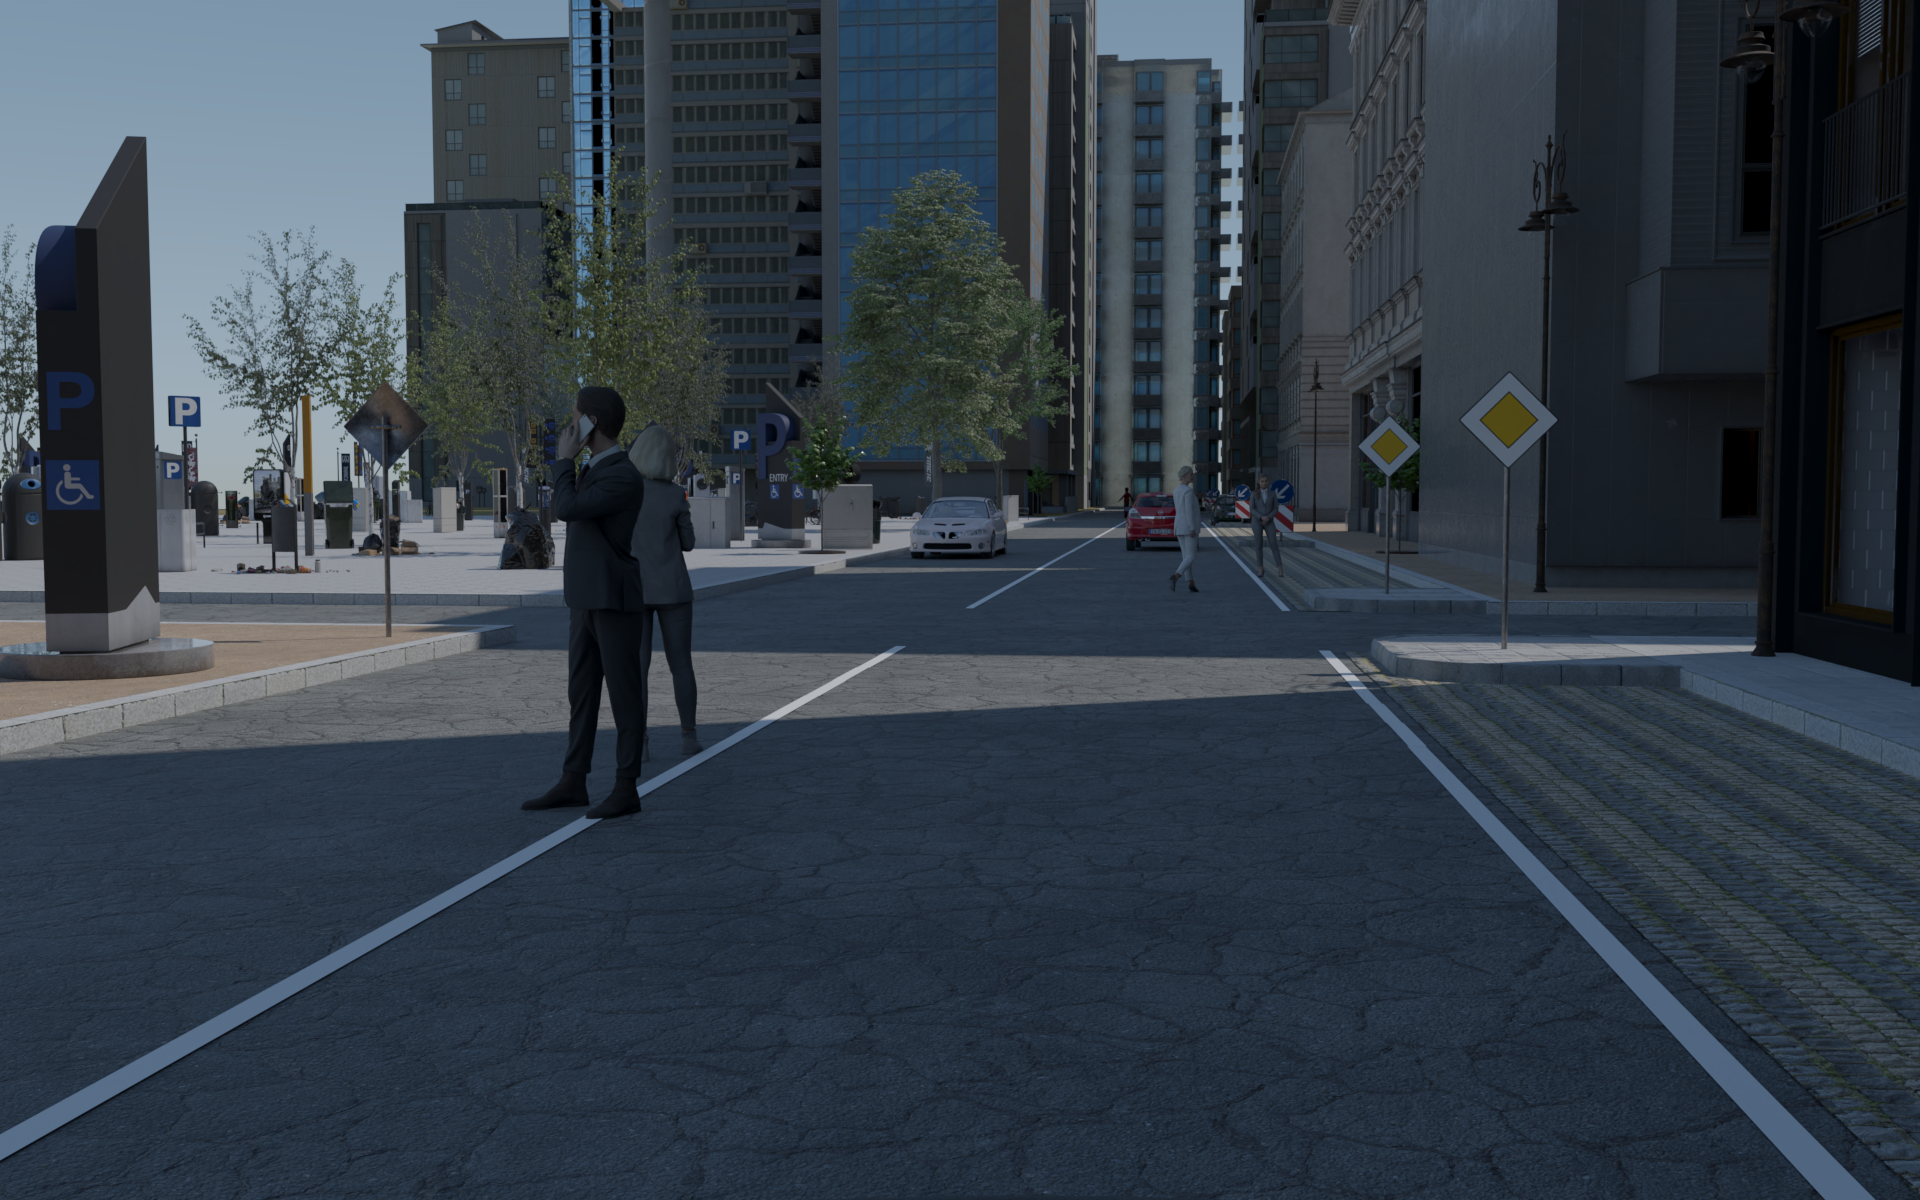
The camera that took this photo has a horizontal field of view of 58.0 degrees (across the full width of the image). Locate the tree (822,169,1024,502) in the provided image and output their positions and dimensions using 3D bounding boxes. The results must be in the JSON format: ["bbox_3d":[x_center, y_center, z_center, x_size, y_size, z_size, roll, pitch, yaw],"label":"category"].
[{"bbox_3d":[-1.178,-8.753,61.246,7.486,12.596,7.792,0,3,0],"label":"tree"}]

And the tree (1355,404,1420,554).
[{"bbox_3d":[9.527,-2.626,37.542,1.663,3.219,1.824,0,3,0],"label":"tree"}]

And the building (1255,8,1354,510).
[{"bbox_3d":[25.354,-20.486,106.651,14.160,30.474,14.107,0,4,7],"label":"building"}]

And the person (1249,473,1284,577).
[{"bbox_3d":[5.271,-1.284,29.771,0.520,1.790,0.573,-1,4,-12],"label":"person"}]

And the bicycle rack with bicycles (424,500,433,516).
[{"bbox_3d":[-30.536,-5.226,98.819,2.852,0.926,2.925,-1,4,-17],"label":"bicycle rack with bicycles"}]

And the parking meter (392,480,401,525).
[{"bbox_3d":[-23.255,-4.020,71.434,0.255,1.863,0.399,0,4,-2],"label":"parking meter"}]

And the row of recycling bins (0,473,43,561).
[{"bbox_3d":[-17.819,-1.638,33.899,1.069,1.692,3.534,3,5,45],"label":"row of recycling bins"}]

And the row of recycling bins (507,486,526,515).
[{"bbox_3d":[-22.505,-4.877,86.859,1.069,1.692,3.534,-2,4,-23],"label":"row of recycling bins"}]

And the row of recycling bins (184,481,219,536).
[{"bbox_3d":[-24.593,-2.817,53.179,3.534,1.692,1.069,0,4,-5],"label":"row of recycling bins"}]

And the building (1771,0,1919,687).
[{"bbox_3d":[11.740,-10.718,4.916,12.332,23.373,15.834,0,4,7],"label":"building"}]

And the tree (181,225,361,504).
[{"bbox_3d":[-18.354,-5.902,46.862,4.360,8.622,3.978,0,3,0],"label":"tree"}]

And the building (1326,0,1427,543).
[{"bbox_3d":[17.628,-12.650,57.745,10.553,20.767,40.483,0,4,7],"label":"building"}]

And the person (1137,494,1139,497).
[{"bbox_3d":[16.258,-8.893,157.128,0.421,1.427,0.697,-2,4,-31],"label":"person"}]

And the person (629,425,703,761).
[{"bbox_3d":[-1.707,-0.049,9.485,0.537,1.800,0.526,0,4,4],"label":"person"}]

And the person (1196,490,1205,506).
[{"bbox_3d":[23.409,-9.810,168.899,1.348,1.823,0.705,1,4,21],"label":"person"}]

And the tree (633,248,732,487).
[{"bbox_3d":[-8.564,-6.193,51.626,4.360,8.622,3.978,0,3,0],"label":"tree"}]

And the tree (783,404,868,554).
[{"bbox_3d":[-3.039,-2.616,37.366,1.663,3.219,1.824,0,3,0],"label":"tree"}]

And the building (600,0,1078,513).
[{"bbox_3d":[-7.836,-26.535,125.727,32.217,40.220,23.993,0,4,7],"label":"building"}]

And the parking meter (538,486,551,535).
[{"bbox_3d":[-12.891,-2.774,53.768,0.372,1.533,0.369,0,3,0],"label":"parking meter"}]

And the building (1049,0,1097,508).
[{"bbox_3d":[2.226,-44.380,163.868,20.611,71.187,20.563,0,4,7],"label":"building"}]

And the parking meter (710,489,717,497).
[{"bbox_3d":[-12.705,-4.948,89.314,0.372,1.533,0.369,0,3,0],"label":"parking meter"}]

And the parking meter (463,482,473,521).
[{"bbox_3d":[-23.810,-4.776,83.794,0.399,1.863,0.255,0,4,-4],"label":"parking meter"}]

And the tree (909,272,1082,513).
[{"bbox_3d":[1.721,-9.571,82.246,9.928,11.665,9.643,0,3,0],"label":"tree"}]

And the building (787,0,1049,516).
[{"bbox_3d":[-1.993,-27.845,105.383,14.600,45.320,14.200,0,4,7],"label":"building"}]

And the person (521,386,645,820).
[{"bbox_3d":[-1.649,0.010,7.697,0.474,1.900,0.648,-2,4,-31],"label":"person"}]

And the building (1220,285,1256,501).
[{"bbox_3d":[37.909,-19.034,156.240,27.650,21.520,28.899,0,4,7],"label":"building"}]

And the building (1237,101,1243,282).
[{"bbox_3d":[45.297,-34.748,187.744,30.456,49.044,23.786,0,4,7],"label":"building"}]

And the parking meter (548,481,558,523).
[{"bbox_3d":[-18.118,-4.371,77.174,0.399,1.863,0.255,1,4,10],"label":"parking meter"}]

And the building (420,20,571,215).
[{"bbox_3d":[-42.945,-37.425,201.129,27.495,52.752,28.713,0,4,7],"label":"building"}]

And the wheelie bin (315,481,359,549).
[{"bbox_3d":[-14.643,-2.006,40.712,0.980,1.594,0.693,-2,4,-23],"label":"wheelie bin"}]

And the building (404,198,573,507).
[{"bbox_3d":[-45.877,-24.564,173.322,14.107,30.474,14.160,0,4,7],"label":"building"}]

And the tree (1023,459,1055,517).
[{"bbox_3d":[4.255,-6.227,96.413,1.663,3.219,1.824,0,3,0],"label":"tree"}]

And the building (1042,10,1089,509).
[{"bbox_3d":[3.243,-28.127,143.475,14.154,41.232,14.086,0,4,7],"label":"building"}]

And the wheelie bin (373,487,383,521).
[{"bbox_3d":[-27.913,-4.544,82.200,0.693,1.594,0.980,0,4,7],"label":"wheelie bin"}]

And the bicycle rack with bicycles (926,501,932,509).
[{"bbox_3d":[-0.634,-4.724,90.626,2.852,0.926,2.925,0,4,5],"label":"bicycle rack with bicycles"}]

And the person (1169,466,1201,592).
[{"bbox_3d":[3.238,-1.023,25.097,0.818,1.842,0.514,-3,5,-42],"label":"person"}]

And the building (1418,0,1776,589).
[{"bbox_3d":[23.468,-12.688,26.519,30.058,24.678,14.314,0,4,7],"label":"building"}]

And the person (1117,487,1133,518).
[{"bbox_3d":[9.845,-5.758,102.600,1.348,1.831,0.705,-3,5,-44],"label":"person"}]

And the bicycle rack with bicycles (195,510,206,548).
[{"bbox_3d":[-18.767,-1.633,40.077,2.852,0.926,2.925,-1,4,-13],"label":"bicycle rack with bicycles"}]

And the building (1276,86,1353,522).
[{"bbox_3d":[21.248,-14.543,86.923,9.793,20.994,18.267,0,4,7],"label":"building"}]

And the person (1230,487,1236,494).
[{"bbox_3d":[14.103,-4.950,89.548,0.853,1.813,0.709,0,4,-4],"label":"person"}]

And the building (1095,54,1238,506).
[{"bbox_3d":[14.471,-35.005,191.933,30.456,49.044,23.786,0,4,7],"label":"building"}]

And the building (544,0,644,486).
[{"bbox_3d":[-23.796,-52.149,165.302,31.000,86.520,22.319,0,4,7],"label":"building"}]

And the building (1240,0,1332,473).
[{"bbox_3d":[34.734,-32.879,126.805,28.713,52.752,27.495,0,4,7],"label":"building"}]
